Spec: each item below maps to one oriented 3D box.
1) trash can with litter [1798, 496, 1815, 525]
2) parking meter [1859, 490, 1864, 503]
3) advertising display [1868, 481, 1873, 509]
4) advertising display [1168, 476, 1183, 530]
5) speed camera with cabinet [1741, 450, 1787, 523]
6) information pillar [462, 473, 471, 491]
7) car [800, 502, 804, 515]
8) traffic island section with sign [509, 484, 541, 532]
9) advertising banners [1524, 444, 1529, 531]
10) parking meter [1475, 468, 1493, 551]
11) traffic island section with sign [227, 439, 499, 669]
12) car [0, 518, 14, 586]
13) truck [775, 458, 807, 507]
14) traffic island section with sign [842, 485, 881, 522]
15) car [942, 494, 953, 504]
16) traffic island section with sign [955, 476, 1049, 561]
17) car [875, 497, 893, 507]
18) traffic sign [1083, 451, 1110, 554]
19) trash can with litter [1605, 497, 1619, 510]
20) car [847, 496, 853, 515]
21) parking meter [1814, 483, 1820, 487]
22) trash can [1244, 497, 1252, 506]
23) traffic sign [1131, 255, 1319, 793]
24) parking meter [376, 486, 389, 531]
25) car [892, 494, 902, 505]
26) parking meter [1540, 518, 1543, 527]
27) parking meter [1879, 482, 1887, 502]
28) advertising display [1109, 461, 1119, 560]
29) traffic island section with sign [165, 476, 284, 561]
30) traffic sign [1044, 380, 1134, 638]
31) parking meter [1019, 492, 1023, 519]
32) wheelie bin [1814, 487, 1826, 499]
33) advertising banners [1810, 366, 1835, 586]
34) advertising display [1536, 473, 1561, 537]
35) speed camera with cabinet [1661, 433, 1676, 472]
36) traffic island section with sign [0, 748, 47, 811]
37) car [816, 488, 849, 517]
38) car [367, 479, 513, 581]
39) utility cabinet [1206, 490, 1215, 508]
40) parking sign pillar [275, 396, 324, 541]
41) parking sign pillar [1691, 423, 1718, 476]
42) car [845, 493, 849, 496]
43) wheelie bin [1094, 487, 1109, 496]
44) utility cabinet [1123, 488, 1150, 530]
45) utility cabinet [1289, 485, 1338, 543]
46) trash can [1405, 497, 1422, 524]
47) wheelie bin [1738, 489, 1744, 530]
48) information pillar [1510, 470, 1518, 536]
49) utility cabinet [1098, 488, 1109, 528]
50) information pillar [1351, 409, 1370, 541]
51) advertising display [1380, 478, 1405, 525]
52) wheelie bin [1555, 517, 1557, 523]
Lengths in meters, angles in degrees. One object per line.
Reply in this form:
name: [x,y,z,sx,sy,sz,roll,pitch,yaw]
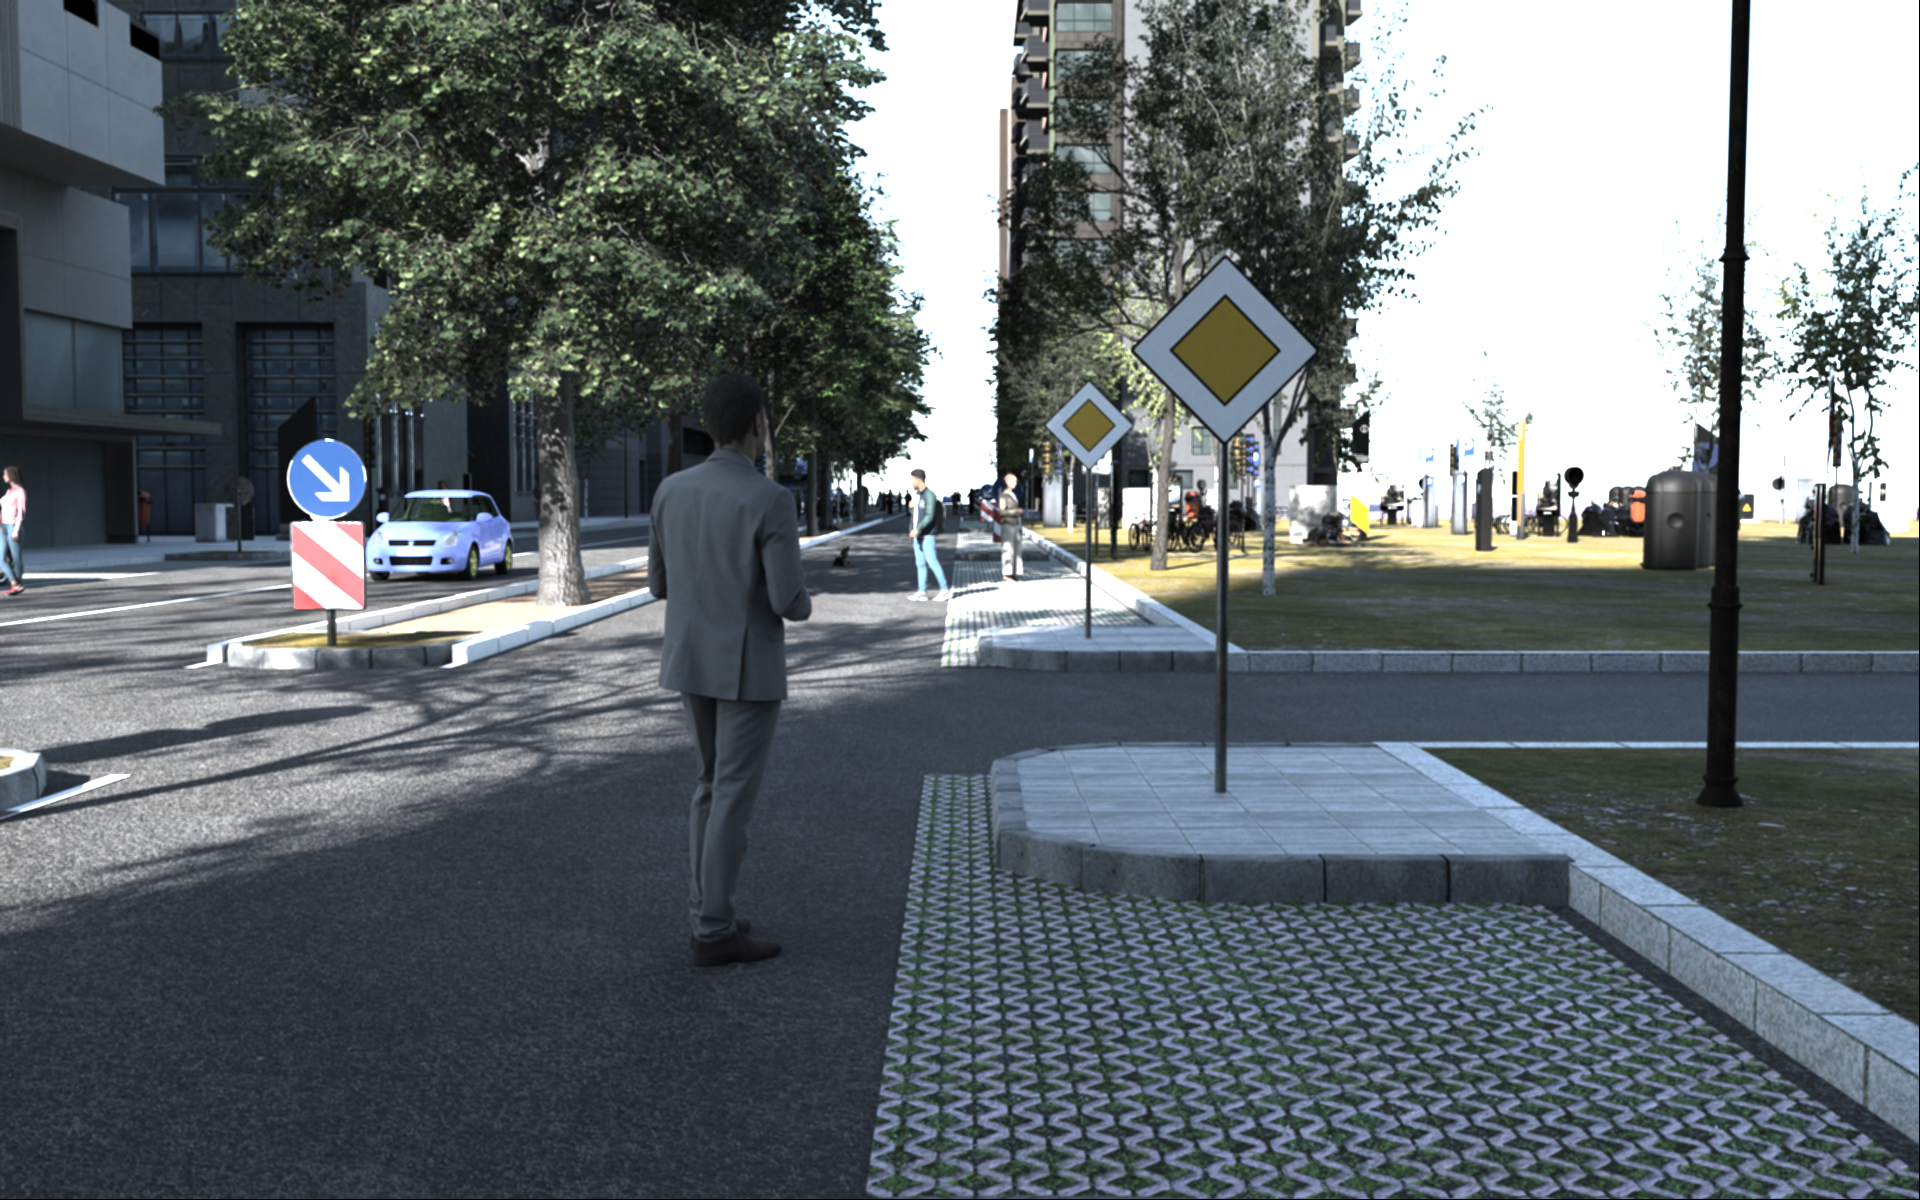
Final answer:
trash can with litter: [35.520,-3.700,71.556,2.233,1.210,1.678,-2,4,-27]
parking meter: [44.146,-4.685,85.005,0.372,1.533,0.369,0,3,0]
advertising display: [44.671,-4.879,84.978,0.123,1.923,0.974,2,4,31]
advertising display: [7.563,-3.462,61.819,0.123,1.923,0.974,-3,4,-36]
speed camera with cabinet: [35.835,-5.083,77.446,2.038,3.252,0.660,2,4,25]
information pillar: [-17.423,-3.469,61.209,0.304,2.012,0.304,-1,4,-13]
car: [-11.729,-6.517,118.916,2.083,1.381,4.827,0,4,-1]
traffic island section with sign: [-15.849,-3.469,65.338,1.989,1.847,2.006,0,4,0]
advertising banners: [19.520,-3.898,59.920,0.090,3.025,2.074,2,4,26]
parking meter: [11.790,-2.034,38.960,0.255,1.863,0.399,0,4,-4]
traffic island section with sign: [-5.287,-0.428,15.134,2.006,1.907,1.989,0,4,0]
car: [-15.685,-1.012,25.348,1.959,1.807,4.718,0,3,0]
truck: [-12.357,-8.885,135.034,2.967,4.110,18.799,0,4,-2]
traffic island section with sign: [-5.107,-5.024,90.272,2.006,1.907,1.989,0,4,0]
car: [-1.556,-13.751,234.422,1.945,1.707,3.694,0,4,1]
traffic island section with sign: [0.899,-1.771,37.584,1.989,1.847,2.006,0,4,0]
car: [-8.522,-11.222,193.707,2.015,1.641,3.980,0,4,0]
traffic sign: [2.898,-2.116,36.723,0.606,2.300,0.079,0,4,5]
trash can with litter: [23.752,-3.205,63.791,1.055,1.170,0.624,2,4,35]
car: [-8.111,-6.362,116.017,2.014,1.417,4.499,0,4,0]
parking meter: [43.920,-5.081,88.793,0.399,1.863,0.255,-3,5,-40]
trash can: [13.616,-4.225,80.739,0.748,1.137,0.748,0,3,0]
traffic sign: [1.120,-0.229,7.395,0.795,2.450,0.064,0,4,0]
parking meter: [-17.532,-2.701,52.571,0.372,1.533,0.369,0,3,0]
car: [-8.338,-12.846,221.824,2.131,1.459,4.920,0,4,-1]
parking meter: [22.452,-3.732,66.727,0.255,1.863,0.399,0,4,2]
parking meter: [45.682,-4.895,85.744,0.255,1.863,0.399,3,4,39]
advertising display: [3.033,-1.772,34.181,0.123,1.923,0.974,0,4,1]
traffic island section with sign: [-15.922,-1.782,37.766,1.989,1.847,2.006,0,4,0]
traffic sign: [1.140,-0.718,15.380,0.795,2.450,0.064,0,4,0]
parking meter: [3.090,-4.979,89.813,0.372,1.533,0.369,0,3,0]
wheelie bin: [40.869,-4.571,82.641,0.693,1.594,0.980,-3,4,-38]
advertising banners: [12.255,-1.737,24.595,0.090,3.025,2.074,1,4,22]
advertising display: [17.768,-2.879,52.285,0.123,1.923,0.974,-1,4,-20]
speed camera with cabinet: [22.762,-3.723,55.208,0.660,3.252,2.038,1,4,17]
traffic island section with sign: [-5.315,0.025,7.727,2.006,1.907,1.989,0,4,0]
car: [-8.282,-6.262,111.058,2.281,1.827,5.304,0,4,1]
car: [-8.881,-1.229,29.691,1.945,1.707,3.694,0,4,-1]
utility cabinet: [13.037,-4.878,88.429,1.173,1.500,0.318,-3,5,-39]
parking sign pillar: [-18.283,-3.648,48.109,1.447,3.967,1.447,1,4,23]
parking sign pillar: [28.203,-4.687,65.109,1.447,3.967,1.447,-3,4,-36]
car: [-12.860,-11.278,193.988,1.945,1.707,3.694,0,4,-1]
wheelie bin: [6.141,-3.979,72.957,0.980,1.594,0.693,1,4,19]
utility cabinet: [6.304,-3.261,62.002,0.318,1.500,1.173,-2,4,-34]
utility cabinet: [9.044,-2.177,44.265,1.173,1.500,0.318,1,4,23]
trash can: [19.394,-3.814,74.005,0.748,1.137,0.748,0,3,0]
wheelie bin: [27.468,-3.290,61.692,0.980,1.594,0.693,-1,4,-13]
information pillar: [16.875,-2.932,52.423,0.304,2.012,0.304,-3,5,-41]
utility cabinet: [5.484,-3.441,64.933,0.318,1.500,1.173,-2,4,-24]
information pillar: [11.006,-3.438,47.560,0.504,3.616,0.183,0,4,5]
advertising display: [17.878,-4.062,71.635,0.974,1.923,0.123,0,4,7]
wheelie bin: [25.541,-4.113,75.152,0.980,1.594,0.693,3,5,43]
